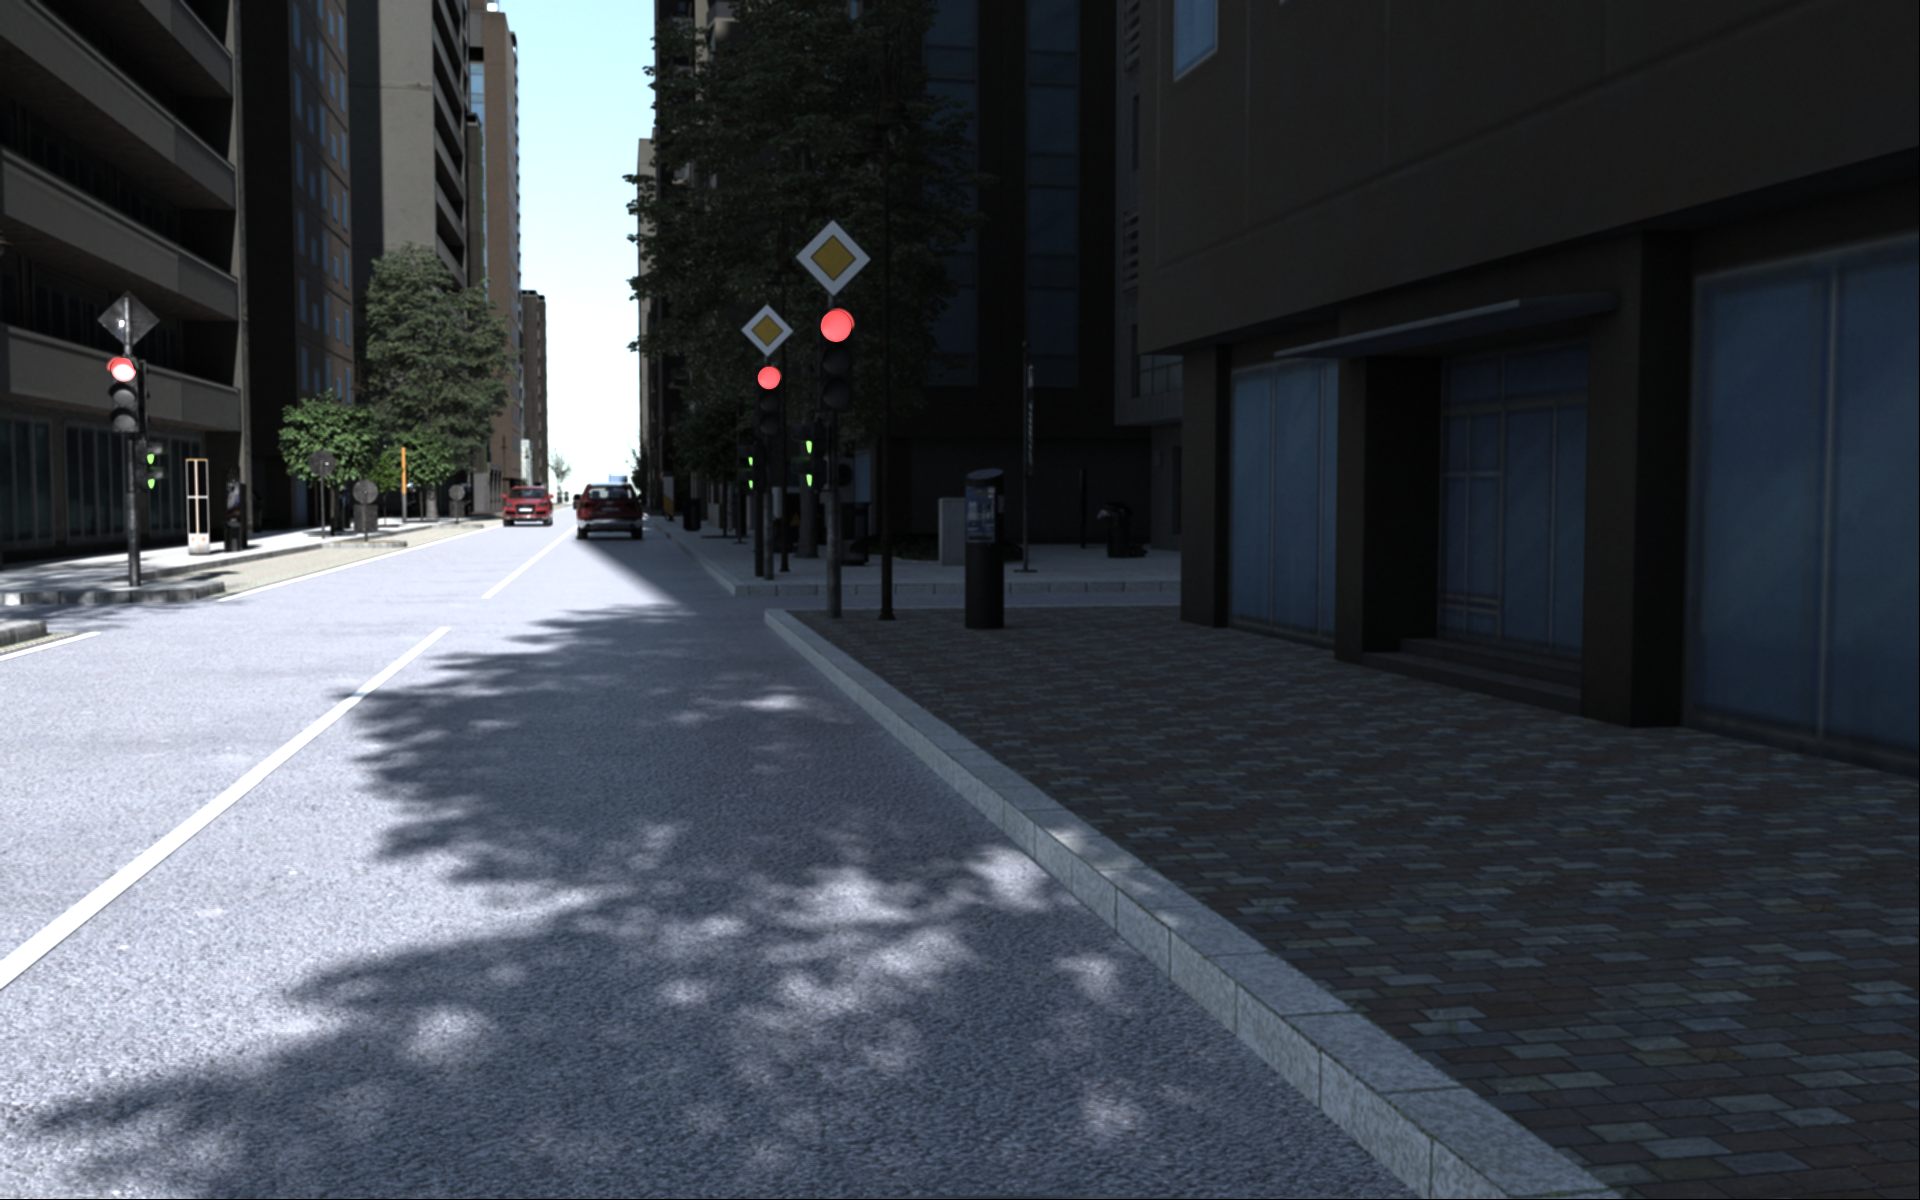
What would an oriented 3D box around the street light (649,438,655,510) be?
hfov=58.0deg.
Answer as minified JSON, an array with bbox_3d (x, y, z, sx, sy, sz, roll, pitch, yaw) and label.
[{"bbox_3d":[-24.667,-10.153,138.789,0.468,5.910,1.993,-1,4,-11],"label":"street light"}]

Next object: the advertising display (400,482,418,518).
[{"bbox_3d":[-29.991,-5.445,94.246,0.974,1.923,0.123,1,4,13],"label":"advertising display"}]

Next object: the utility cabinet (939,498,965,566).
[{"bbox_3d":[0.141,-1.219,31.094,1.020,1.237,0.306,-1,4,-16],"label":"utility cabinet"}]

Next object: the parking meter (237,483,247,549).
[{"bbox_3d":[-17.035,-1.985,40.870,0.372,1.533,0.369,0,3,0],"label":"parking meter"}]

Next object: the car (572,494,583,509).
[{"bbox_3d":[-35.539,-9.378,163.123,2.009,1.686,4.222,-1,4,-11],"label":"car"}]

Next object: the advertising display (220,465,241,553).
[{"bbox_3d":[-16.122,-2.025,38.317,0.123,1.923,0.974,0,4,-5],"label":"advertising display"}]

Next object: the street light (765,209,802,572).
[{"bbox_3d":[-2.897,-3.405,28.457,0.468,5.910,1.993,-1,4,-11],"label":"street light"}]

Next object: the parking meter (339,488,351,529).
[{"bbox_3d":[-22.696,-3.393,63.887,0.372,1.533,0.369,0,3,0],"label":"parking meter"}]

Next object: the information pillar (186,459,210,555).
[{"bbox_3d":[-15.985,-1.947,36.333,0.304,2.012,0.304,2,4,27],"label":"information pillar"}]

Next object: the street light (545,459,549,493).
[{"bbox_3d":[-51.251,-14.823,215.140,0.468,5.910,1.993,-1,4,-11],"label":"street light"}]

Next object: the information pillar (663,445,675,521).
[{"bbox_3d":[-13.740,-5.528,81.732,0.504,3.616,0.183,0,4,2],"label":"information pillar"}]

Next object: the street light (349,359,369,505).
[{"bbox_3d":[-20.539,-5.294,59.345,0.468,5.910,1.993,-1,4,-11],"label":"street light"}]

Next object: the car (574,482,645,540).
[{"bbox_3d":[-11.362,-2.903,56.139,2.281,1.827,5.304,-1,4,-12],"label":"car"}]

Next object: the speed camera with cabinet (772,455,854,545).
[{"bbox_3d":[-3.529,-2.863,41.154,2.038,3.252,0.660,-2,4,-33],"label":"speed camera with cabinet"}]

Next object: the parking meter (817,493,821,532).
[{"bbox_3d":[-4.020,-2.413,47.861,0.372,1.533,0.369,0,3,0],"label":"parking meter"}]

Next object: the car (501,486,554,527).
[{"bbox_3d":[-19.474,-4.249,78.140,2.281,1.827,5.304,-1,4,-11],"label":"car"}]

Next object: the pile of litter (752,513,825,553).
[{"bbox_3d":[-3.936,-1.487,38.277,1.176,0.858,1.719,-2,4,-30],"label":"pile of litter"}]

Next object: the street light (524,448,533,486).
[{"bbox_3d":[-42.134,-11.983,168.712,0.468,5.910,1.993,-1,4,-11],"label":"street light"}]

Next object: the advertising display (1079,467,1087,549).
[{"bbox_3d":[2.917,-2.194,41.081,0.123,1.923,0.974,0,4,1],"label":"advertising display"}]

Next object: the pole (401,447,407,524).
[{"bbox_3d":[-24.209,-4.987,75.382,0.158,3.312,0.155,0,3,0],"label":"pole"}]

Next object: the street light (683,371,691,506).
[{"bbox_3d":[-10.002,-5.576,63.959,0.468,5.910,1.993,-1,4,-11],"label":"street light"}]

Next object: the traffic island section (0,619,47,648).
[{"bbox_3d":[-9.958,0.367,16.276,2.009,0.180,2.903,-1,4,-11],"label":"traffic island section"}]

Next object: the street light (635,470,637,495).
[{"bbox_3d":[-40.944,-15.162,220.689,0.468,5.910,1.993,-1,4,-11],"label":"street light"}]

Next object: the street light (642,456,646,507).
[{"bbox_3d":[-31.631,-12.273,173.457,0.468,5.910,1.993,-1,4,-11],"label":"street light"}]

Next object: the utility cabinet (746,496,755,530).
[{"bbox_3d":[-7.562,-3.142,62.532,0.306,1.237,1.020,-1,4,-23],"label":"utility cabinet"}]

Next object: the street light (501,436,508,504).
[{"bbox_3d":[-35.277,-9.866,134.101,0.468,5.910,1.993,-1,4,-11],"label":"street light"}]

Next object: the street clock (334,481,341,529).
[{"bbox_3d":[-22.632,-3.564,62.837,0.471,2.002,0.358,1,4,12],"label":"street clock"}]

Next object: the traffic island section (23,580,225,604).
[{"bbox_3d":[-11.504,-0.112,24.110,2.009,0.180,2.903,-1,4,-11],"label":"traffic island section"}]

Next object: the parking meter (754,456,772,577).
[{"bbox_3d":[-3.064,-1.301,26.989,0.255,1.863,0.399,-1,4,-10],"label":"parking meter"}]

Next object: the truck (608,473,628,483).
[{"bbox_3d":[-42.423,-13.759,214.725,2.967,4.110,18.799,-1,4,-11],"label":"truck"}]

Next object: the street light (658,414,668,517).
[{"bbox_3d":[-17.876,-8.035,104.160,0.468,5.910,1.993,-1,4,-11],"label":"street light"}]

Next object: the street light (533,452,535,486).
[{"bbox_3d":[-44.439,-12.705,180.520,0.468,5.910,1.993,-1,4,-11],"label":"street light"}]

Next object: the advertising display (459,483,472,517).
[{"bbox_3d":[-27.797,-5.636,97.361,0.123,1.923,0.974,2,4,23],"label":"advertising display"}]

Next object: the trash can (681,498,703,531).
[{"bbox_3d":[-9.316,-2.969,60.188,0.748,1.137,0.748,0,3,0],"label":"trash can"}]

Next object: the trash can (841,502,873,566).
[{"bbox_3d":[-1.937,-1.183,31.003,0.748,1.137,0.748,0,3,0],"label":"trash can"}]

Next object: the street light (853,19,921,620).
[{"bbox_3d":[-0.745,-2.735,17.506,0.468,5.910,1.993,-1,4,-11],"label":"street light"}]

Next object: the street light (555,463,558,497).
[{"bbox_3d":[-58.218,-16.968,250.208,0.468,5.910,1.993,-1,4,-11],"label":"street light"}]

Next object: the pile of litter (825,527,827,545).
[{"bbox_3d":[-3.853,-1.820,43.721,1.719,0.858,1.176,-1,4,-15],"label":"pile of litter"}]

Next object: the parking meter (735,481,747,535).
[{"bbox_3d":[-6.794,-2.936,53.712,0.255,1.863,0.399,-2,4,-24],"label":"parking meter"}]

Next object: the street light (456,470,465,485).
[{"bbox_3d":[-28.354,-7.716,98.940,0.468,5.910,1.993,-1,4,-11],"label":"street light"}]

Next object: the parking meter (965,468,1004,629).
[{"bbox_3d":[0.236,-0.499,16.576,0.372,1.533,0.369,0,3,0],"label":"parking meter"}]

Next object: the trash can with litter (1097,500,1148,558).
[{"bbox_3d":[3.306,-1.447,35.043,0.624,1.170,1.055,3,5,41],"label":"trash can with litter"}]

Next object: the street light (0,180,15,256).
[{"bbox_3d":[-13.542,-3.132,23.996,0.468,5.910,1.993,-1,4,-11],"label":"street light"}]
